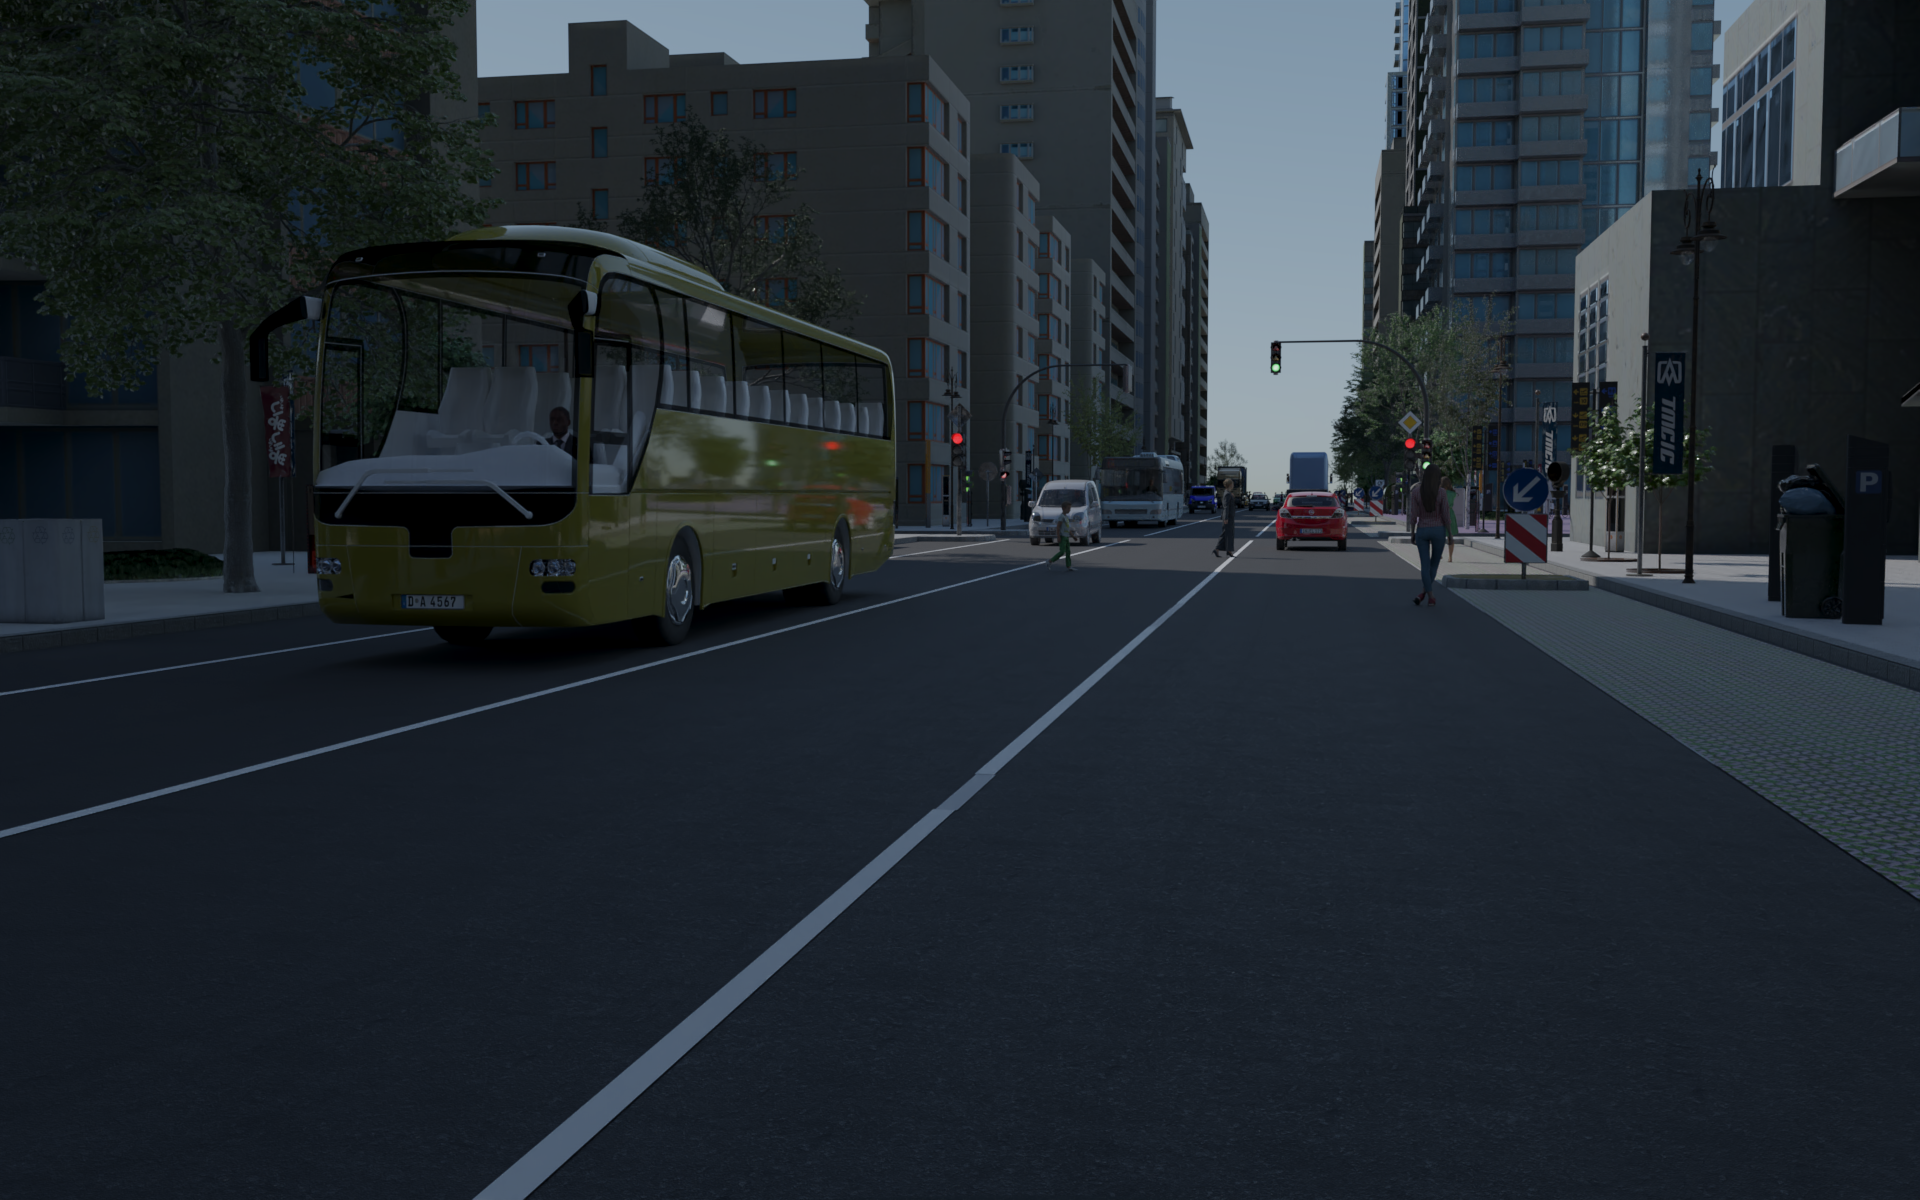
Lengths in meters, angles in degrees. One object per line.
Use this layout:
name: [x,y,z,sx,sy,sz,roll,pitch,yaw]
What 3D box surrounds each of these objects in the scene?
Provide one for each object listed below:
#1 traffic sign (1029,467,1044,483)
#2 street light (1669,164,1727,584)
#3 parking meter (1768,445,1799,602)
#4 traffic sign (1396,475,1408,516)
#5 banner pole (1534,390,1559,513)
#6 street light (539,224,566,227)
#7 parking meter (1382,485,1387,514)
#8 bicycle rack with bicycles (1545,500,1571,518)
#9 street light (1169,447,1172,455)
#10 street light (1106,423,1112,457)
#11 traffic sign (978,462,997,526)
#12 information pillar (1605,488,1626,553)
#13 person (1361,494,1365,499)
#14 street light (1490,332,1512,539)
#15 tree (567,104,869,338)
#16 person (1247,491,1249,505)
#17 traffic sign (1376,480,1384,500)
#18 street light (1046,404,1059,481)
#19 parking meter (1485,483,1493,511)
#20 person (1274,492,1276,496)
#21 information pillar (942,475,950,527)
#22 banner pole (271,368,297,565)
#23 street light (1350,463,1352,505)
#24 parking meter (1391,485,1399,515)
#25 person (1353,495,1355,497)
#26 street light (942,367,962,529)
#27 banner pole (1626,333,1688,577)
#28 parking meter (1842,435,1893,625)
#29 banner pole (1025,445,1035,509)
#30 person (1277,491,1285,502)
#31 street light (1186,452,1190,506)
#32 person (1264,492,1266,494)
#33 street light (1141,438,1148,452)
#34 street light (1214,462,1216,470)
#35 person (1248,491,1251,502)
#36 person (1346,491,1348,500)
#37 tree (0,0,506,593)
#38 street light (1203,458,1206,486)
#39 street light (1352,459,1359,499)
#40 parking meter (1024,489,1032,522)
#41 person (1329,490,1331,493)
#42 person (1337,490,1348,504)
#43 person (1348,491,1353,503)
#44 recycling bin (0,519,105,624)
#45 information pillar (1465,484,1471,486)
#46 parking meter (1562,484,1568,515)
traffic sign: [3.732,-5.220,85.076,0.795,2.593,0.064,1,4,16]
street light: [10.484,-3.177,24.739,0.468,5.910,1.993,1,4,11]
parking meter: [9.874,-0.921,20.767,0.255,1.863,0.399,2,4,34]
traffic sign: [26.387,-6.309,103.253,0.768,2.556,0.104,1,4,21]
banner pole: [13.994,-3.150,41.522,0.401,3.779,0.863,-2,4,-28]
street light: [-6.800,-3.496,29.950,0.468,5.910,1.993,1,4,11]
parking meter: [27.489,-6.509,112.135,0.255,1.863,0.399,0,4,4]
bicycle rack with bicycles: [32.600,-4.947,94.271,2.925,0.926,2.852,-3,5,-42]
street light: [19.596,-11.561,161.811,0.468,5.910,1.993,1,4,11]
street light: [9.653,-8.512,111.966,0.468,5.910,1.993,1,4,11]
traffic sign: [1.093,-4.181,68.465,0.768,2.556,0.104,1,4,13]
information pillar: [14.433,-2.057,38.126,0.304,2.012,0.304,-2,4,-34]
person: [51.474,-13.188,221.653,0.705,1.826,1.348,-2,4,-28]
street light: [15.438,-4.695,49.552,0.468,5.910,1.993,1,4,11]
tree: [-5.578,-6.576,41.926,7.601,10.594,8.767,1,4,16]
person: [39.220,-13.925,236.255,0.705,1.814,1.350,1,4,12]
traffic sign: [30.464,-7.557,125.681,0.606,2.300,0.079,1,4,18]
street light: [4.681,-7.012,87.436,0.468,5.910,1.993,1,4,11]
parking meter: [27.455,-5.153,89.963,0.399,1.863,0.255,2,4,29]
person: [52.641,-17.066,288.255,0.721,1.743,1.217,3,4,36]
information pillar: [-0.552,-3.897,68.200,0.304,2.012,0.304,0,4,-1]
banner pole: [-12.078,-2.509,31.041,0.401,3.779,0.863,-3,5,-44]
street light: [46.729,-14.297,206.544,0.468,5.910,1.993,1,4,11]
parking meter: [26.515,-6.109,105.601,0.399,1.863,0.255,-2,4,-31]
person: [61.831,-16.137,273.110,0.991,1.433,0.599,3,5,43]
street light: [-0.287,-5.512,62.906,0.468,5.910,1.993,1,4,11]
banner pole: [10.848,-2.258,26.940,0.863,3.779,0.401,0,4,2]
parking meter: [8.937,-0.694,17.055,0.399,1.863,0.255,2,4,23]
banner pole: [3.577,-5.979,87.771,0.401,3.779,0.863,-3,5,-40]
person: [37.419,-11.776,201.727,1.217,1.739,0.721,-2,4,-30]
street light: [24.573,-13.100,186.970,0.468,5.910,1.993,1,4,11]
person: [49.576,-16.710,282.423,0.721,1.735,1.217,1,4,10]
street light: [14.528,-10.038,136.913,0.468,5.910,1.993,1,4,11]
street light: [35.782,-16.526,242.983,0.468,5.910,1.993,1,4,11]
person: [31.130,-10.873,186.797,0.721,1.766,1.217,1,4,12]
person: [55.838,-14.858,249.684,1.217,1.735,0.721,-2,4,-25]
tree: [-9.845,-6.365,22.202,7.486,12.596,7.792,0,3,0]
street light: [30.861,-15.025,218.444,0.468,5.910,1.993,1,4,11]
street light: [41.789,-12.796,182.008,0.468,5.910,1.993,1,4,11]
parking meter: [3.109,-4.341,79.391,0.372,1.533,0.369,0,3,0]
person: [40.022,-10.962,187.589,0.709,1.838,0.599,1,4,16]
person: [29.522,-7.676,134.680,1.217,1.739,0.721,1,4,21]
person: [58.894,-15.546,260.357,1.348,1.807,0.705,2,4,32]
recycling bin: [-9.172,-0.300,17.463,0.722,1.027,0.722,1,4,11]
information pillar: [36.660,-7.372,125.016,0.304,2.012,0.304,2,4,35]
parking meter: [36.610,-6.058,104.764,0.255,1.863,0.399,1,4,11]
